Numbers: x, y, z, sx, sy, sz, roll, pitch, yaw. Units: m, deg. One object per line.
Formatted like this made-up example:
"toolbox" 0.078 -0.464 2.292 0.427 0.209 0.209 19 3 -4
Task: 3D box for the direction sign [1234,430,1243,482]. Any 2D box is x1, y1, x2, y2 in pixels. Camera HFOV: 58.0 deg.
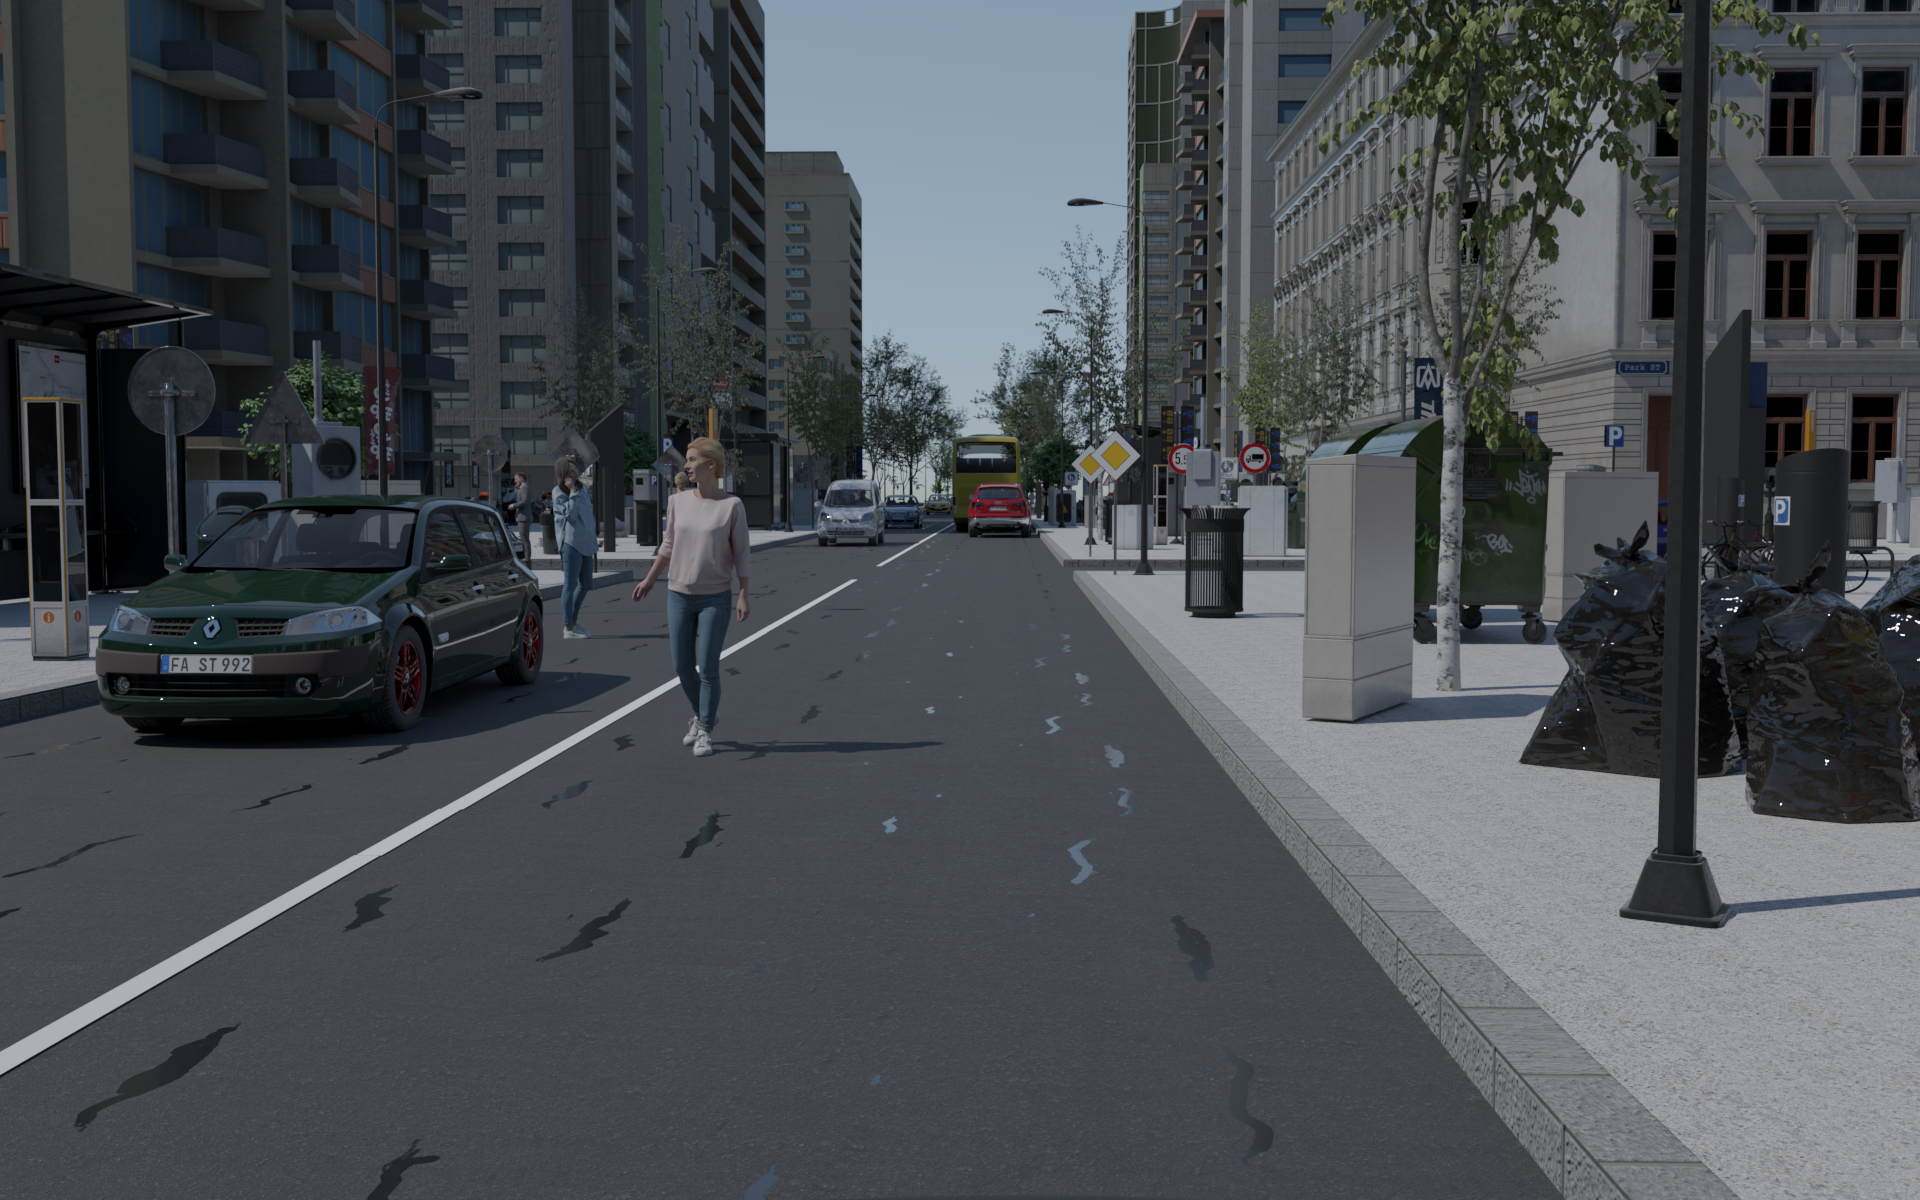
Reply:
"direction sign" 9.950 -4.281 61.985 0.379 3.537 0.876 -1 4 -9

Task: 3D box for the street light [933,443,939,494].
"street light" -2.568 -11.282 156.999 1.470 5.913 1.316 0 4 1

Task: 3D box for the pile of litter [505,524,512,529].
"pile of litter" -17.194 -2.993 62.908 1.719 0.858 1.176 0 4 -4

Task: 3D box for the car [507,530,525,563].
"car" -9.815 -1.264 30.451 4.222 1.686 2.009 0 4 3

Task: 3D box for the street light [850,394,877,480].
"street light" -4.541 -6.615 80.693 1.470 5.913 1.316 0 4 1

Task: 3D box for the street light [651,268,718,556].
"street light" -5.664 -3.862 35.692 1.470 5.913 1.316 0 4 1

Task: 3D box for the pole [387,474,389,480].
"pole" -11.950 -2.579 36.007 0.158 3.312 0.155 0 3 0

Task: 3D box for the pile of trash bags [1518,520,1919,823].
"pile of trash bags" 4.004 0.152 7.274 1.912 1.369 3.447 -1 4 -20

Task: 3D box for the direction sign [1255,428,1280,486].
"direction sign" 10.476 -4.102 59.057 0.876 3.537 0.379 -1 4 -9

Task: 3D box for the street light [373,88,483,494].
"street light" -6.147 -2.901 19.972 1.470 5.913 1.316 0 4 1

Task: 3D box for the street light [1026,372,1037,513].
"street light" 3.337 -5.702 65.765 1.470 5.913 1.316 0 4 1

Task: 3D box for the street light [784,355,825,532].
"street light" -5.198 -5.220 57.890 1.470 5.913 1.316 0 4 1

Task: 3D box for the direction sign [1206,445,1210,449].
"direction sign" 11.001 -5.333 79.194 0.876 3.537 0.379 0 4 -5

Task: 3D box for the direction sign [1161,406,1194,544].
"direction sign" 5.581 -3.214 44.542 0.876 3.537 0.379 -1 4 -11

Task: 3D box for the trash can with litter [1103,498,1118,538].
"trash can with litter" 4.742 -2.403 50.671 1.055 1.170 0.624 2 4 24

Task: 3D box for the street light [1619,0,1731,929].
"street light" 1.643 -1.993 5.131 1.470 5.913 1.316 0 4 1

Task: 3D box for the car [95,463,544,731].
"car" -4.126 -0.118 11.723 2.009 1.686 4.222 0 4 3

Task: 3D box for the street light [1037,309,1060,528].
"street light" 2.756 -4.344 43.570 1.470 5.913 1.316 0 4 1

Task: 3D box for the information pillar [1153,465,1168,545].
"information pillar" 5.044 -2.388 43.531 0.304 2.012 0.304 -1 4 -9

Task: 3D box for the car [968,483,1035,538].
"car" 1.391 -3.060 58.708 2.281 1.827 5.304 0 4 3

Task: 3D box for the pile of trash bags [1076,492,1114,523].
"pile of trash bags" 6.285 -4.188 78.225 1.912 1.369 3.447 2 4 29

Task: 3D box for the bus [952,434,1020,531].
"bus" 1.063 -4.800 70.033 2.896 3.916 12.252 0 4 1

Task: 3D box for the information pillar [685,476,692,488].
"information pillar" -11.303 -4.063 70.929 0.304 2.012 0.304 -2 4 -28

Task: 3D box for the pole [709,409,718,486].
"pole" -5.885 -2.910 41.416 0.158 3.312 0.155 0 3 0

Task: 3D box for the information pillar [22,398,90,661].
"information pillar" -6.968 -0.543 13.368 0.304 2.012 0.304 0 4 4

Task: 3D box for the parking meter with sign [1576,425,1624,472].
"parking meter with sign" 16.335 -2.969 44.808 0.543 3.016 1.738 -1 4 -19

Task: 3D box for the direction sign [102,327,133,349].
"direction sign" -11.106 -1.892 22.926 0.379 3.537 0.876 0 4 -3

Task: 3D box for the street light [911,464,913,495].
"street light" -3.748 -8.531 112.026 1.470 5.913 1.316 0 4 1

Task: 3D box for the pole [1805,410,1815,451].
"pole" 20.653 -2.954 42.147 0.158 3.312 0.155 0 3 0

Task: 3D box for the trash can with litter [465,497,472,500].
"trash can with litter" -20.053 -3.687 71.663 0.624 1.170 1.055 3 4 37

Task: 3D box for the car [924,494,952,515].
"car" -1.520 -6.835 121.975 2.015 1.641 3.980 0 4 0

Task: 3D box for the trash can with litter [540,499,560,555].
"trash can with litter" -8.380 -1.554 36.790 1.055 1.170 0.624 0 4 -1

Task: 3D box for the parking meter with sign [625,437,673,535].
"parking meter with sign" -9.772 -3.525 53.889 1.738 3.016 0.543 2 4 30

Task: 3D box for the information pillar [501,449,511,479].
"information pillar" -23.373 -5.988 89.263 0.504 3.616 0.183 -1 4 -21

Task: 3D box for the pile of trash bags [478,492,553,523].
"pile of trash bags" -22.385 -4.690 86.432 3.447 1.369 1.912 0 4 8

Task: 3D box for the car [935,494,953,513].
"car" -0.962 -7.540 135.079 2.131 1.459 4.920 0 4 2

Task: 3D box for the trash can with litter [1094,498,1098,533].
"trash can with litter" 4.883 -2.725 55.933 1.055 1.170 0.624 -1 4 -9

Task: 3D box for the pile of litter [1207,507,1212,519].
"pile of litter" 8.144 -2.751 58.948 1.176 0.858 1.719 0 4 5

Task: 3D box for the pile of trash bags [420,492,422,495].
"pile of trash bags" -16.812 -2.735 54.462 1.912 1.369 3.447 -2 4 -30

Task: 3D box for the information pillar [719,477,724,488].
"information pillar" -12.683 -6.161 92.079 0.183 3.616 0.504 -3 4 -36

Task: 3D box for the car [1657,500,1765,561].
"car" 12.482 -1.169 31.690 3.894 1.354 1.945 0 4 2

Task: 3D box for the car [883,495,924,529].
"car" -2.501 -3.756 73.419 2.014 1.417 4.499 0 4 1

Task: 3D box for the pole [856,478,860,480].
"pole" -6.355 -6.985 108.042 0.158 3.312 0.155 0 3 0

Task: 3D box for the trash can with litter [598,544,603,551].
"trash can with litter" -8.624 -1.688 38.989 0.624 1.170 1.055 3 5 41

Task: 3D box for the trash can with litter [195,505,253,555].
"trash can with litter" -7.053 -0.318 16.579 0.624 1.170 1.055 0 4 0

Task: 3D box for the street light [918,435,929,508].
"street light" -3.173 -9.889 134.221 1.470 5.913 1.316 0 4 1

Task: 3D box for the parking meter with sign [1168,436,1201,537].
"parking meter with sign" 6.334 -3.426 52.279 1.738 3.016 0.543 0 4 -6

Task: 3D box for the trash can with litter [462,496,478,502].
"trash can with litter" -13.907 -2.415 50.536 2.233 1.210 1.678 -1 4 -21

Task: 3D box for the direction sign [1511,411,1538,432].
"direction sign" 15.334 -3.388 47.386 0.876 3.537 0.379 0 4 3

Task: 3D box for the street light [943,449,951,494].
"street light" -1.977 -12.639 179.194 1.470 5.913 1.316 0 4 1

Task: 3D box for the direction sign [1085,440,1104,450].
"direction sign" 5.642 -4.943 72.810 0.876 3.537 0.379 -2 4 -24

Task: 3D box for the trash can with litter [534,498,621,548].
"trash can with litter" -9.457 -1.916 42.391 2.233 1.210 1.678 0 4 -7

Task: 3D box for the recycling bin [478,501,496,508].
"recycling bin" -18.077 -3.244 65.586 0.722 1.027 0.722 2 4 31

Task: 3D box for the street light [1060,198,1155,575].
"street light" 2.379 -3.351 27.322 1.470 5.913 1.316 0 4 1

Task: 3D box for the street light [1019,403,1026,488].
"street light" 3.866 -7.064 88.042 1.470 5.913 1.316 0 4 1

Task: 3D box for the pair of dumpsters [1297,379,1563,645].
"pair of dumpsters" 4.418 -0.872 16.755 1.574 2.255 4.437 0 4 1

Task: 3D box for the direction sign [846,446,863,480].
"direction sign" -4.984 -5.503 81.974 0.876 3.537 0.379 2 4 27

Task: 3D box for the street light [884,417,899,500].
"street light" -3.986 -8.062 104.348 1.470 5.913 1.316 0 4 1
